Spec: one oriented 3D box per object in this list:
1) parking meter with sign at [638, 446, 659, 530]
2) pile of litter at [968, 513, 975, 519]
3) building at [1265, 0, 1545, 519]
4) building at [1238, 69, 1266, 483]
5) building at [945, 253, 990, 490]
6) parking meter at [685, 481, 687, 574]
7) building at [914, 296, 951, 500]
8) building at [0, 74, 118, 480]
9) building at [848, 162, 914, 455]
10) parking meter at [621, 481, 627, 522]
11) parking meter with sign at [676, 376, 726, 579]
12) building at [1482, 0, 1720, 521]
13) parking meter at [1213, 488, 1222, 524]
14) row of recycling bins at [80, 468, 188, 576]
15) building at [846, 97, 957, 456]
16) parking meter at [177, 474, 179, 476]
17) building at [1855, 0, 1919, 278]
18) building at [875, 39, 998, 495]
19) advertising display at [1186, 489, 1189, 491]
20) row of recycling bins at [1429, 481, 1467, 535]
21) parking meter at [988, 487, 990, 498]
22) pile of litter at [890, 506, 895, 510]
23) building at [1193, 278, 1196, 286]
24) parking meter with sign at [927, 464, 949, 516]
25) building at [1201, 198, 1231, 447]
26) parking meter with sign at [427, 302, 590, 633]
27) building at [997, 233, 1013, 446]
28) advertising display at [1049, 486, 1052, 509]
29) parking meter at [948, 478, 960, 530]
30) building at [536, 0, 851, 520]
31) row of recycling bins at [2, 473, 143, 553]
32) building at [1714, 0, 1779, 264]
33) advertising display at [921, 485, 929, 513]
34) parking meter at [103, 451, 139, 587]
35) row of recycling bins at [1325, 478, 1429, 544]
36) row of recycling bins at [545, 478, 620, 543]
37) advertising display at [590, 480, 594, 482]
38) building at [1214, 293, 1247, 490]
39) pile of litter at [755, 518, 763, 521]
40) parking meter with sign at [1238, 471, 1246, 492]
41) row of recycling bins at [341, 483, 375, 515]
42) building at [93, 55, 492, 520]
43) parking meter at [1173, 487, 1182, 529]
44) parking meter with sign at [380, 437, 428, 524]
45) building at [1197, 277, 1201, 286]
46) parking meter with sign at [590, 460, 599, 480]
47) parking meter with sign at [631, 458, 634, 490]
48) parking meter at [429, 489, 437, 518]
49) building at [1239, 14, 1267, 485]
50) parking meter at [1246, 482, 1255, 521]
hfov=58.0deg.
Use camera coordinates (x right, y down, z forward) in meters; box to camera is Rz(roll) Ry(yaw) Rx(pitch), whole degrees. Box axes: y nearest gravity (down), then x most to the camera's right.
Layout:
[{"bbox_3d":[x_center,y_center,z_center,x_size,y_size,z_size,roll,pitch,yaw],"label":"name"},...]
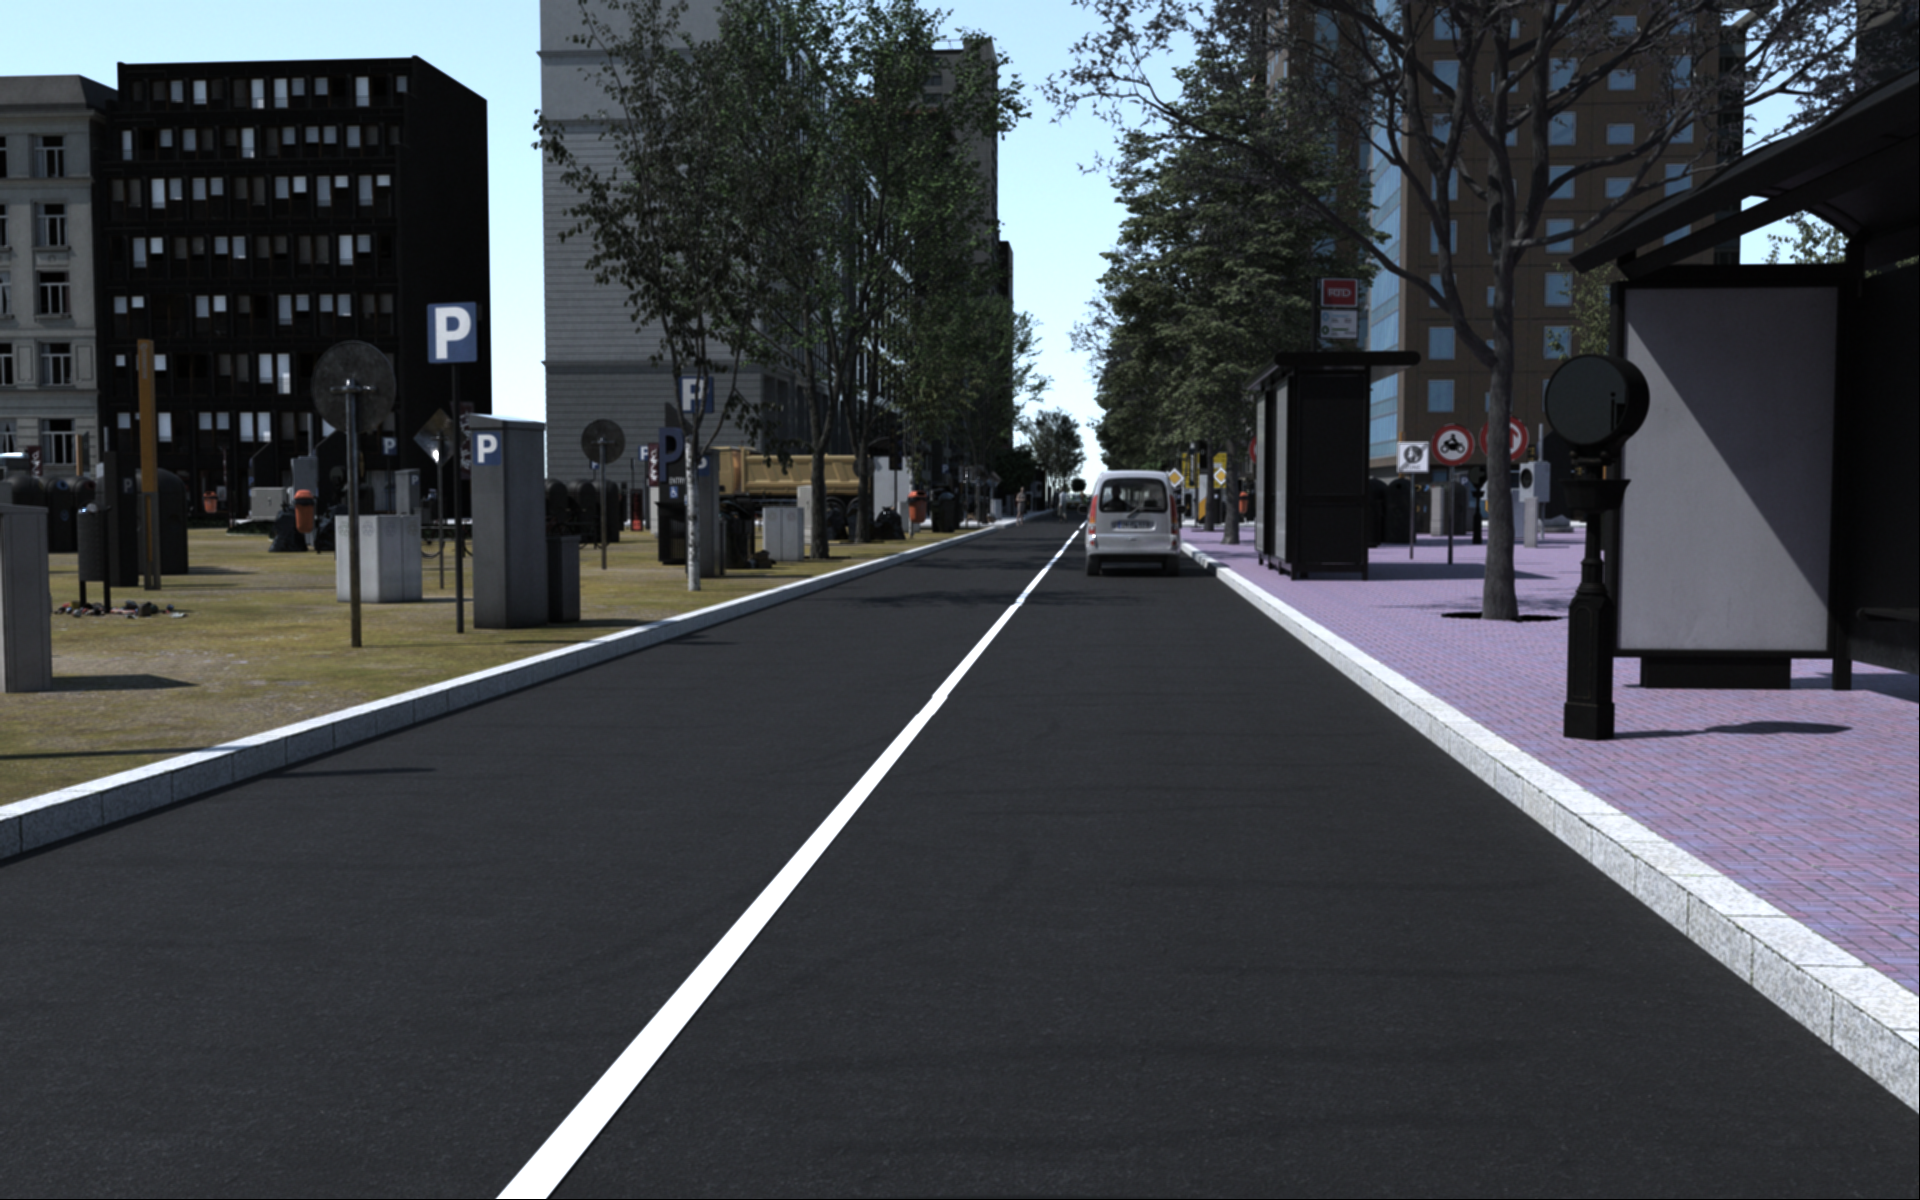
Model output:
[{"bbox_3d":[-11.139,-4.082,62.995,0.543,3.016,1.738,1,4,8],"label":"parking meter with sign"},{"bbox_3d":[0.825,-4.616,89.439,1.719,0.858,1.176,-2,4,-27],"label":"pile of litter"},{"bbox_3d":[26.387,-27.910,106.446,14.600,45.320,14.200,0,4,5],"label":"building"},{"bbox_3d":[40.022,-31.828,175.016,22.147,44.769,28.867,0,4,5],"label":"building"},{"bbox_3d":[-11.215,-34.562,256.970,32.217,40.220,23.993,0,4,5],"label":"building"},{"bbox_3d":[-4.250,-1.196,27.967,0.372,1.533,0.369,0,3,0],"label":"parking meter"},{"bbox_3d":[-15.907,-19.623,165.880,27.650,21.520,28.899,0,4,5],"label":"building"},{"bbox_3d":[-58.024,-16.154,97.397,30.059,22.955,16.112,0,4,5],"label":"building"},{"bbox_3d":[-14.959,-20.066,132.601,19.350,26.468,34.151,0,4,5],"label":"building"},{"bbox_3d":[-15.396,-4.507,79.392,0.255,1.863,0.399,-1,4,-12],"label":"parking meter"},{"bbox_3d":[-3.910,-1.850,26.510,0.543,3.016,1.738,0,4,0],"label":"parking meter with sign"},{"bbox_3d":[28.937,-26.795,88.211,14.200,45.320,14.600,0,4,5],"label":"building"},{"bbox_3d":[10.878,-3.960,73.164,0.372,1.533,0.369,0,3,0],"label":"parking meter"},{"bbox_3d":[-13.627,-1.319,28.686,1.069,1.692,3.534,-2,4,-35],"label":"row of recycling bins"},{"bbox_3d":[-12.001,-32.975,193.771,22.147,44.769,28.867,0,4,5],"label":"building"},{"bbox_3d":[-23.347,-2.789,51.316,0.399,1.863,0.255,-1,4,-16],"label":"parking meter"},{"bbox_3d":[58.781,-28.460,89.015,21.600,48.544,21.300,0,4,5],"label":"building"},{"bbox_3d":[-2.237,-51.358,277.954,20.563,71.187,20.611,0,4,5],"label":"building"},{"bbox_3d":[19.149,-8.569,145.317,0.123,1.923,0.974,-3,5,-39],"label":"advertising display"},{"bbox_3d":[15.406,-2.970,55.673,1.069,1.692,3.534,0,4,-2],"label":"row of recycling bins"},{"bbox_3d":[2.233,-7.412,126.893,0.255,1.863,0.399,3,5,40],"label":"parking meter"},{"bbox_3d":[-2.545,-2.825,60.160,1.176,0.858,1.719,-2,4,-28],"label":"pile of litter"},{"bbox_3d":[46.939,-37.594,298.262,14.154,41.232,14.086,0,4,5],"label":"building"},{"bbox_3d":[-1.337,-6.434,101.454,0.543,3.016,1.738,-2,4,-34],"label":"parking meter with sign"},{"bbox_3d":[48.141,-39.269,265.746,21.300,48.544,21.600,0,4,5],"label":"building"},{"bbox_3d":[-4.316,-1.248,16.659,0.543,3.016,1.738,1,4,21],"label":"parking meter with sign"},{"bbox_3d":[1.816,-39.551,296.761,14.600,45.320,14.200,0,4,5],"label":"building"},{"bbox_3d":[7.555,-8.542,144.879,0.123,1.923,0.974,1,4,11],"label":"advertising display"},{"bbox_3d":[-0.209,-3.423,61.670,0.255,1.863,0.399,3,5,42],"label":"parking meter"},{"bbox_3d":[-13.989,-19.749,100.383,11.434,29.767,29.804,0,4,5],"label":"building"},{"bbox_3d":[-19.944,-1.925,38.583,1.069,1.692,3.534,1,4,12],"label":"row of recycling bins"},{"bbox_3d":[41.731,-27.010,133.489,32.217,40.220,23.993,0,4,5],"label":"building"},{"bbox_3d":[-2.378,-6.959,118.997,0.123,1.923,0.974,2,4,27],"label":"advertising display"},{"bbox_3d":[-11.601,-1.116,23.963,0.255,1.863,0.399,1,4,12],"label":"parking meter"},{"bbox_3d":[10.587,-2.391,46.208,1.069,1.692,3.534,-3,5,-44],"label":"row of recycling bins"},{"bbox_3d":[-10.303,-2.329,45.187,1.069,1.692,3.534,3,4,36],"label":"row of recycling bins"},{"bbox_3d":[-15.986,-4.392,77.017,0.974,1.923,0.123,-3,5,-39],"label":"advertising display"},{"bbox_3d":[43.365,-29.137,248.093,14.160,30.474,14.107,0,4,5],"label":"building"},{"bbox_3d":[-9.290,-4.323,84.650,1.719,0.858,1.176,-1,4,-18],"label":"pile of litter"},{"bbox_3d":[21.743,-8.217,130.602,1.738,3.016,0.543,2,4,26],"label":"parking meter with sign"},{"bbox_3d":[-22.329,-3.503,64.383,1.069,1.692,3.534,-1,4,-13],"label":"row of recycling bins"},{"bbox_3d":[-34.960,-16.077,92.540,15.834,23.373,12.332,0,4,5],"label":"building"},{"bbox_3d":[8.049,-3.419,64.314,0.372,1.533,0.369,0,3,0],"label":"parking meter"},{"bbox_3d":[-16.806,-3.450,52.675,1.738,3.016,0.543,2,4,33],"label":"parking meter with sign"},{"bbox_3d":[45.913,-38.768,283.967,14.600,45.320,14.200,0,4,5],"label":"building"},{"bbox_3d":[-18.256,-5.350,83.736,1.738,3.016,0.543,2,4,33],"label":"parking meter with sign"},{"bbox_3d":[-15.115,-5.396,84.480,1.738,3.016,0.543,0,4,-5],"label":"parking meter with sign"},{"bbox_3d":[-25.726,-4.656,84.543,0.372,1.533,0.369,0,3,0],"label":"parking meter"},{"bbox_3d":[42.036,-46.518,198.821,20.563,71.187,20.611,0,4,5],"label":"building"},{"bbox_3d":[13.855,-4.706,82.653,0.399,1.863,0.255,-3,4,-36],"label":"parking meter"}]
